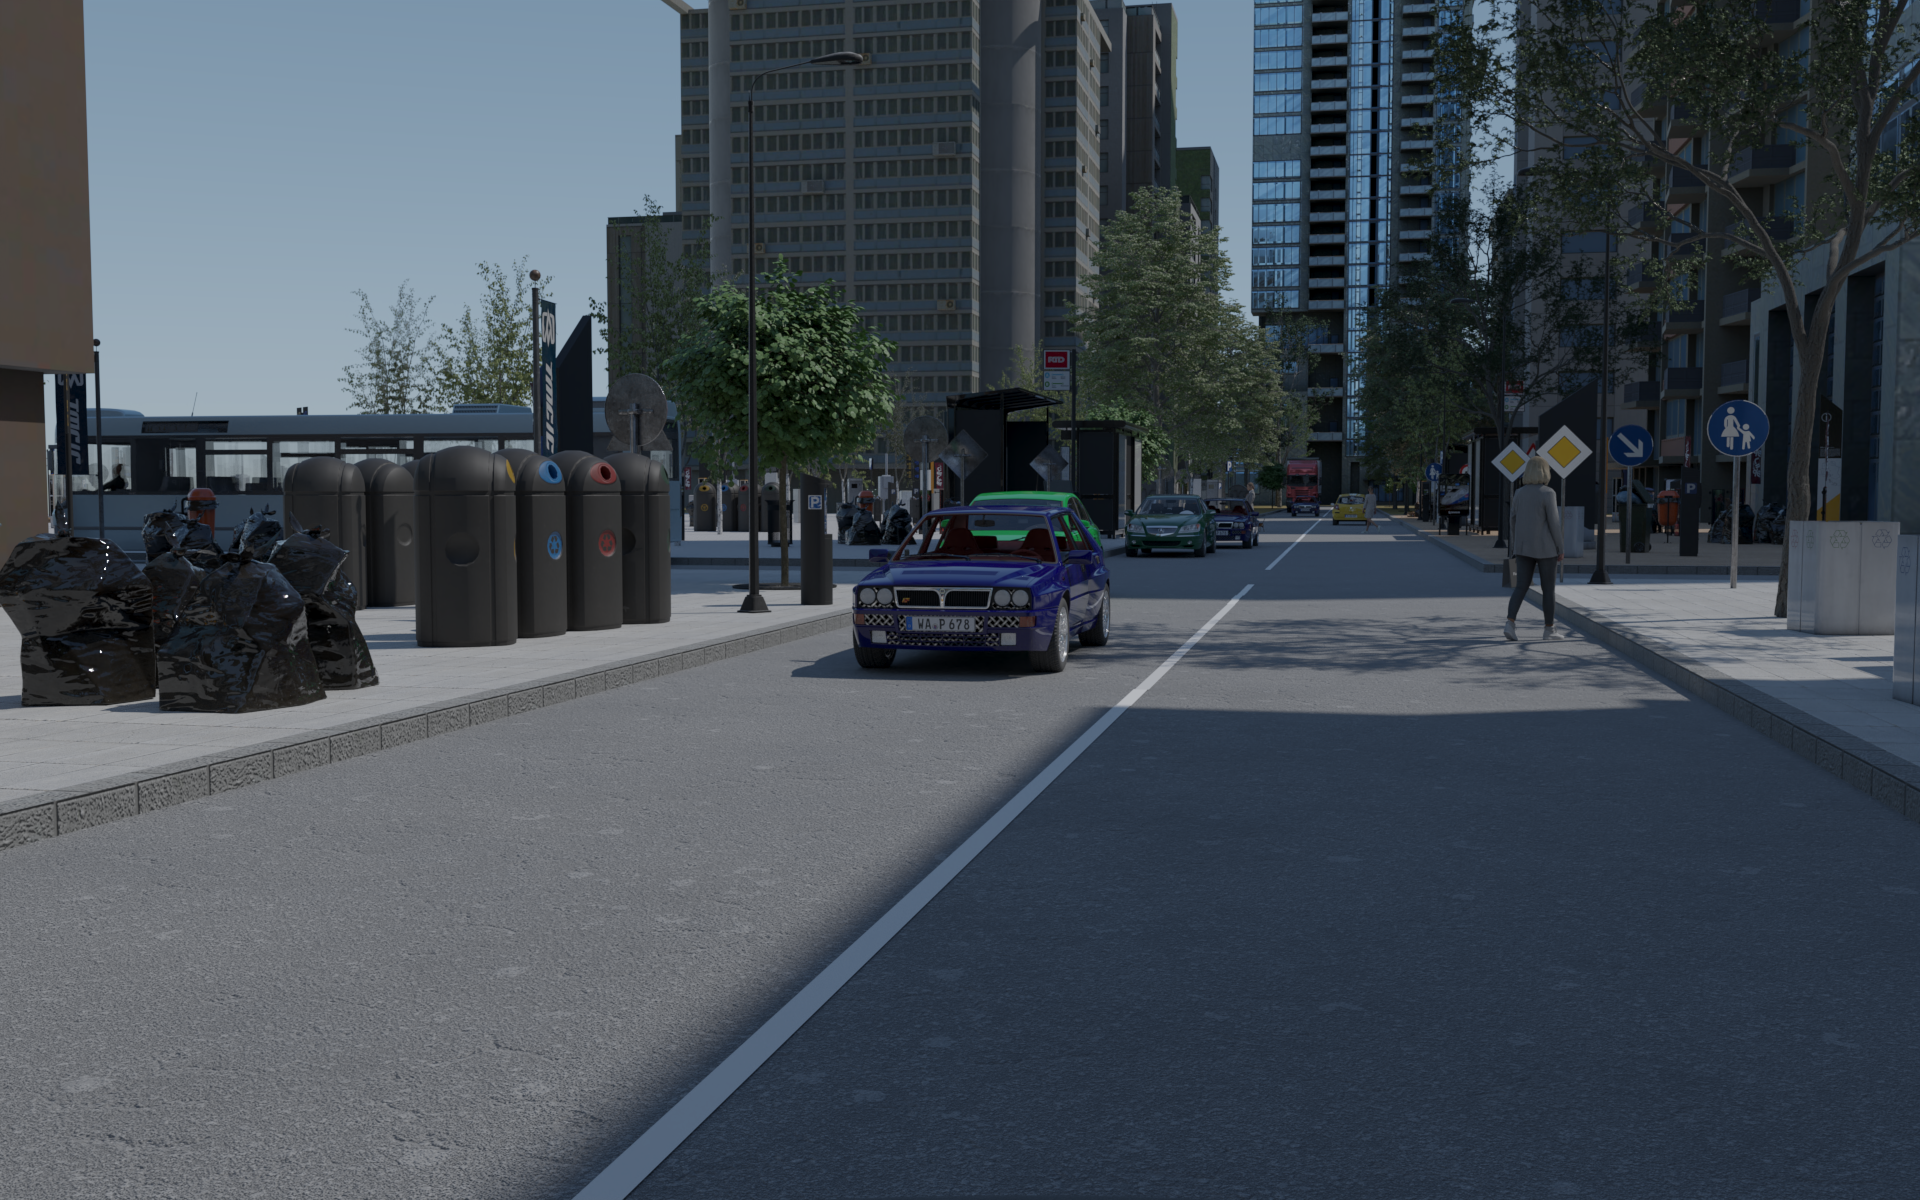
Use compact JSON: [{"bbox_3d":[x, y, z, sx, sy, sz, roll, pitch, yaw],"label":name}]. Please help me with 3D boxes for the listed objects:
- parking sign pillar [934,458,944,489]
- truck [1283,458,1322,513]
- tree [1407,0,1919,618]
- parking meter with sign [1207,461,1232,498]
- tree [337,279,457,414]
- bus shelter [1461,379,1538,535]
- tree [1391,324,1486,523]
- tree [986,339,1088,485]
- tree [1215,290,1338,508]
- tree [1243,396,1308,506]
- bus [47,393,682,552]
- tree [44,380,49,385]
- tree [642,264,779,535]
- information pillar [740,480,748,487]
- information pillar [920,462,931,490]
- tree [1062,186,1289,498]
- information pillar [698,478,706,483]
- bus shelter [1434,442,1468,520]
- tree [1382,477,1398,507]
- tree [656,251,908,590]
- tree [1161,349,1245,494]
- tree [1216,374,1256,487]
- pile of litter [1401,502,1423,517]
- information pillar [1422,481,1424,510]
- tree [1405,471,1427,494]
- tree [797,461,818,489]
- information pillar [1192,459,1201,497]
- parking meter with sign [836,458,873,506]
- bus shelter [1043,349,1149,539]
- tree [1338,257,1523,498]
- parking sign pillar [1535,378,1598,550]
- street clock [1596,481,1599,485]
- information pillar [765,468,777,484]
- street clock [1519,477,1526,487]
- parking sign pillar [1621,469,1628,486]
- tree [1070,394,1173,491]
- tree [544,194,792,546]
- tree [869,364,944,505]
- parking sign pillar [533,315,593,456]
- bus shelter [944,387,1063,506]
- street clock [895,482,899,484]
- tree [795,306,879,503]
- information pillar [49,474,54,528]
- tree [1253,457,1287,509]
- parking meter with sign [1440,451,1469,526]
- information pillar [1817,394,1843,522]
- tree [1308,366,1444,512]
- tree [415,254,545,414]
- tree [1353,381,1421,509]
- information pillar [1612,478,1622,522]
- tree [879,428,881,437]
[{"bbox_3d":[-1.473,-6.938,101.914,1.447,3.967,1.447,0,4,-6],"label":"parking sign pillar"},{"bbox_3d":[26.879,-8.954,135.315,2.839,4.237,11.283,1,4,13],"label":"truck"},{"bbox_3d":[8.454,-5.077,17.419,8.767,10.594,7.601,2,4,27],"label":"tree"},{"bbox_3d":[13.482,-5.845,91.827,1.738,3.016,0.543,2,4,34],"label":"parking meter with sign"},{"bbox_3d":[-19.580,-6.700,59.902,4.360,8.622,3.978,0,3,0],"label":"tree"},{"bbox_3d":[18.061,-4.926,58.168,2.179,5.291,8.768,1,4,13],"label":"bus shelter"},{"bbox_3d":[20.924,-7.659,75.594,4.737,8.622,4.395,0,3,0],"label":"tree"},{"bbox_3d":[2.888,-8.073,82.361,4.737,8.622,4.395,0,3,0],"label":"tree"},{"bbox_3d":[29.338,-18.814,163.491,12.611,20.169,13.585,0,3,0],"label":"tree"},{"bbox_3d":[32.981,-15.495,179.090,9.928,11.665,9.643,0,3,0],"label":"tree"},{"bbox_3d":[-12.308,-2.434,34.657,13.247,3.499,2.948,1,4,11],"label":"bus"},{"bbox_3d":[-24.618,-5.671,43.077,4.737,8.622,4.395,0,3,0],"label":"tree"},{"bbox_3d":[-7.839,-6.375,54.590,4.360,8.622,3.978,0,3,0],"label":"tree"},{"bbox_3d":[-11.262,-5.250,90.328,0.304,2.012,0.304,1,4,20],"label":"information pillar"},{"bbox_3d":[-1.175,-4.175,59.624,0.183,3.616,0.504,-3,5,-40],"label":"information pillar"},{"bbox_3d":[7.148,-8.966,64.726,7.486,12.596,7.792,0,3,0],"label":"tree"},{"bbox_3d":[-11.805,-4.589,79.523,0.304,2.012,0.304,1,4,14],"label":"information pillar"},{"bbox_3d":[23.320,-5.527,81.643,1.731,3.624,6.357,1,4,13],"label":"bus shelter"},{"bbox_3d":[42.252,-10.770,170.696,1.663,3.219,1.824,0,3,0],"label":"tree"},{"bbox_3d":[-2.441,-2.448,23.732,4.285,4.588,4.351,0,3,0],"label":"tree"},{"bbox_3d":[11.386,-8.158,83.738,4.737,8.622,4.395,0,3,0],"label":"tree"},{"bbox_3d":[19.504,-11.302,119.202,7.601,10.594,8.767,-2,4,-33],"label":"tree"},{"bbox_3d":[25.286,-5.018,96.009,1.719,0.858,1.176,1,4,12],"label":"pile of litter"},{"bbox_3d":[26.208,-5.714,97.920,0.304,2.012,0.304,0,4,5],"label":"information pillar"},{"bbox_3d":[30.527,-7.369,115.088,1.663,3.219,1.824,0,3,0],"label":"tree"},{"bbox_3d":[-8.657,-8.101,82.815,4.360,8.622,3.978,0,3,0],"label":"tree"},{"bbox_3d":[12.842,-6.270,93.863,0.504,3.616,0.183,0,4,-3],"label":"information pillar"},{"bbox_3d":[-5.101,-5.362,83.934,1.738,3.016,0.543,-1,4,-14],"label":"parking meter with sign"},{"bbox_3d":[3.946,-4.459,50.535,2.179,5.291,8.768,1,4,13],"label":"bus shelter"},{"bbox_3d":[24.774,-11.272,90.953,9.857,13.997,8.962,0,3,0],"label":"tree"},{"bbox_3d":[14.128,-3.178,40.426,1.447,3.967,1.447,0,4,6],"label":"parking sign pillar"},{"bbox_3d":[34.294,-5.454,93.749,0.471,2.002,0.358,3,4,36],"label":"street clock"},{"bbox_3d":[-7.322,-4.644,67.285,0.504,3.616,0.183,0,4,7],"label":"information pillar"},{"bbox_3d":[23.568,-4.140,72.262,0.358,2.002,0.471,-3,4,-38],"label":"street clock"},{"bbox_3d":[39.202,-6.872,100.825,1.447,3.967,1.447,1,4,9],"label":"parking sign pillar"},{"bbox_3d":[5.245,-4.467,56.742,4.285,4.588,4.351,0,3,0],"label":"tree"},{"bbox_3d":[-7.020,-5.635,42.497,4.737,8.622,4.395,0,3,0],"label":"tree"},{"bbox_3d":[-3.336,-9.072,98.692,4.360,8.622,3.978,0,3,0],"label":"tree"},{"bbox_3d":[-5.849,-2.270,25.583,1.447,3.967,1.447,1,4,9],"label":"parking sign pillar"},{"bbox_3d":[1.118,-3.060,41.313,1.731,3.624,6.357,1,4,13],"label":"bus shelter"},{"bbox_3d":[-3.866,-6.238,106.563,0.358,2.002,0.471,0,4,-2],"label":"street clock"},{"bbox_3d":[-6.171,-6.969,64.301,4.737,8.622,4.395,0,3,0],"label":"tree"},{"bbox_3d":[-33.821,-3.687,64.778,0.304,2.012,0.304,3,4,37],"label":"information pillar"},{"bbox_3d":[27.408,-10.259,151.453,4.285,4.588,4.351,0,3,0],"label":"tree"},{"bbox_3d":[20.220,-4.486,69.604,1.738,3.016,0.543,0,4,3],"label":"parking meter with sign"},{"bbox_3d":[20.178,-2.989,40.220,0.504,3.616,0.183,2,4,28],"label":"information pillar"},{"bbox_3d":[32.813,-12.340,127.506,9.928,11.665,9.643,0,3,0],"label":"tree"},{"bbox_3d":[-14.224,-6.292,53.242,4.737,8.622,4.395,0,3,0],"label":"tree"},{"bbox_3d":[36.861,-13.874,144.964,7.486,12.596,7.792,0,3,0],"label":"tree"},{"bbox_3d":[29.698,-4.513,78.272,0.304,2.012,0.304,0,4,-8],"label":"information pillar"},{"bbox_3d":[-5.825,-7.477,72.603,4.737,8.622,4.395,0,3,0],"label":"tree"}]
